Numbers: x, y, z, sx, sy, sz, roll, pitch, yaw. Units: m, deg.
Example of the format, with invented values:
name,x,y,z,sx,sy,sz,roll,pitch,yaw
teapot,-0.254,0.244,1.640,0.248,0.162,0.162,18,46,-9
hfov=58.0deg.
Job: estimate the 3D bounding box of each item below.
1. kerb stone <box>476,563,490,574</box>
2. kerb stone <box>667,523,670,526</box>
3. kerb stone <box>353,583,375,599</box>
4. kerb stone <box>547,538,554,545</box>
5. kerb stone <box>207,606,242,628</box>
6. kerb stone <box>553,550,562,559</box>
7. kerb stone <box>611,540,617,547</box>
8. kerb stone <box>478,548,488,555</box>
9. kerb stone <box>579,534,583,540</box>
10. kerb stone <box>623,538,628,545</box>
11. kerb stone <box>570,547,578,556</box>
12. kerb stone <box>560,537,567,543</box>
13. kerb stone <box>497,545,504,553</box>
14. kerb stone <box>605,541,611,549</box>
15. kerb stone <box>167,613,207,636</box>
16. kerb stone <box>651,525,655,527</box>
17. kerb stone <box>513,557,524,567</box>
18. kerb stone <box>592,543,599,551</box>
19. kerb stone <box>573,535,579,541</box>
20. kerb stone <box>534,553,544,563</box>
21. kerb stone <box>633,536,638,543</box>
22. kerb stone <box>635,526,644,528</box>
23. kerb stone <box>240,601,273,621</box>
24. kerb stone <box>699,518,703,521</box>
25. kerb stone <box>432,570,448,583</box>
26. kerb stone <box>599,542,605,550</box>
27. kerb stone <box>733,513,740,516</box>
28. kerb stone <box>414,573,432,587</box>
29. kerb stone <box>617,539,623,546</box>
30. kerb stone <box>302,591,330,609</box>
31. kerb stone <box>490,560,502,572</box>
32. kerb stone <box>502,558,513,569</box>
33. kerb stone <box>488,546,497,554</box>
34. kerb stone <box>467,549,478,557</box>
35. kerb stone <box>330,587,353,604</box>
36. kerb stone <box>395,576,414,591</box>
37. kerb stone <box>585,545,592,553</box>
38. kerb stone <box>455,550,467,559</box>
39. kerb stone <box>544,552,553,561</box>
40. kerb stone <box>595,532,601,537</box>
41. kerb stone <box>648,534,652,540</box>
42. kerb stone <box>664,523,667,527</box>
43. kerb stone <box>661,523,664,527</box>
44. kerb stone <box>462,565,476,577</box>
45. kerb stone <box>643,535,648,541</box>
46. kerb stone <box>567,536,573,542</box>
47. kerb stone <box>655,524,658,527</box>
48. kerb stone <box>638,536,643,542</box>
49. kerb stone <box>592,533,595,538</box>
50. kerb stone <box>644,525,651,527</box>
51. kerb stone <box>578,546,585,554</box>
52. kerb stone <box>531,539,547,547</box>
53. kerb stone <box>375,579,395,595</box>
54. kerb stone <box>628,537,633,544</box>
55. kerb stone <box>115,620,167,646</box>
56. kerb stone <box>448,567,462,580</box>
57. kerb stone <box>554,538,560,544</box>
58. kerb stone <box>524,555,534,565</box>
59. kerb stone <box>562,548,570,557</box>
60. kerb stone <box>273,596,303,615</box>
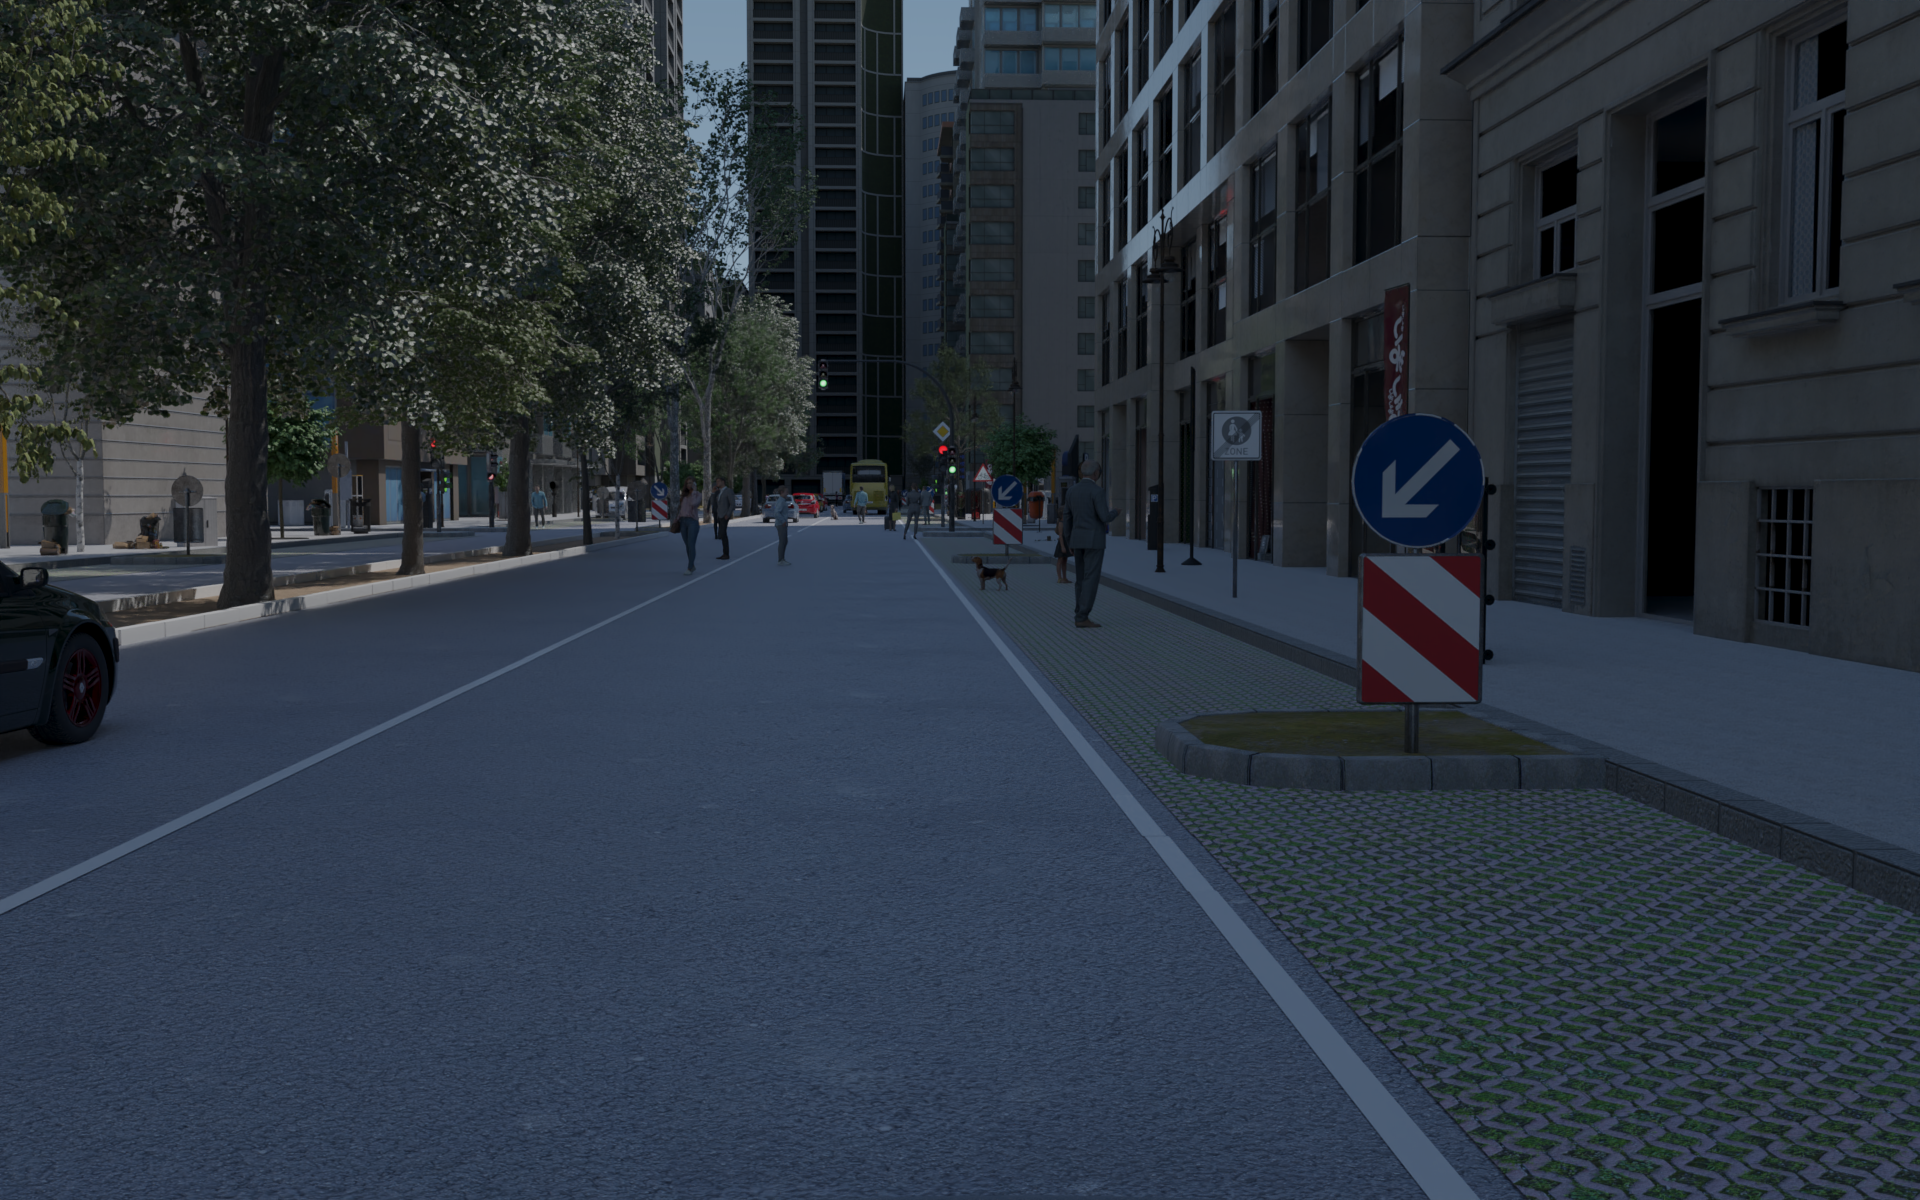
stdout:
name,x,y,z,sx,sy,sz,roll,pitch,yaw
kerb stone,-8.703,-0.553,31.231,0.120,0.150,1.000,0,4,-3
kerb stone,-12.915,-3.273,75.706,0.120,0.150,1.000,0,4,-3
kerb stone,-8.366,-0.113,24.038,0.120,0.150,1.000,0,4,-3
kerb stone,-11.625,-1.613,48.573,0.120,0.150,1.000,0,4,-3
kerb stone,-8.114,0.204,18.917,0.120,0.150,1.000,0,4,-3
kerb stone,-9.039,-0.986,38.394,0.120,0.150,1.000,0,4,-3
kerb stone,-9.431,-1.488,46.582,0.120,0.150,1.000,0,4,-3
kerb stone,-11.232,-1.102,40.358,0.120,0.150,1.000,0,4,-3
kerb stone,-11.864,-1.927,53.701,0.120,0.150,1.000,0,4,-3
kerb stone,-9.531,-1.612,48.627,0.120,0.150,1.000,0,4,-3
kerb stone,-9.138,-1.115,40.444,0.120,0.150,1.000,0,4,-3
kerb stone,-11.728,-1.736,50.629,0.120,0.150,1.000,0,4,-3
kerb stone,-11.331,-1.236,42.401,0.120,0.150,1.000,0,4,-3
kerb stone,-9.383,-1.428,45.551,0.120,0.150,1.000,0,4,-3
kerb stone,-8.064,0.266,17.896,0.120,0.150,1.000,0,4,-3
kerb stone,-12.669,-2.959,70.575,0.120,0.150,1.000,0,4,-3
kerb stone,-8.851,-0.740,34.300,0.120,0.150,1.000,0,4,-3
kerb stone,-9.280,-1.303,43.509,0.120,0.150,1.000,0,4,-3
kerb stone,-11.817,-1.864,52.671,0.120,0.150,1.000,0,4,-3
kerb stone,-8.948,-0.862,36.347,0.120,0.150,1.000,0,4,-3
kerb stone,-9.619,-1.743,50.689,0.120,0.150,1.000,0,4,-3
kerb stone,-12.525,-2.771,67.499,0.120,0.150,1.000,0,4,-3
kerb stone,-8.172,0.138,19.944,0.120,0.150,1.000,0,4,-3
kerb stone,-13.690,-4.274,92.072,0.120,0.150,1.000,0,4,-3
kerb stone,-8.551,-0.364,28.156,0.120,0.150,1.000,0,4,-3
kerb stone,-9.336,-1.365,44.530,0.120,0.150,1.000,0,4,-3
kerb stone,-14.716,-5.590,113.589,0.120,0.150,1.000,0,4,-3
kerb stone,-8.503,-0.301,27.122,0.120,0.150,1.000,0,4,-3
kerb stone,-9.479,-1.554,47.602,0.120,0.150,1.000,0,4,-3
kerb stone,-8.259,0.012,21.993,0.120,0.150,1.000,0,4,-3
kerb stone,-8.750,-0.614,32.252,0.120,0.150,1.000,0,4,-3
kerb stone,-8.799,-0.678,33.280,0.120,0.150,1.000,0,4,-3
kerb stone,-11.286,-1.171,41.379,0.120,0.150,1.000,0,4,-3
kerb stone,-11.188,-1.048,39.330,0.120,0.150,1.000,0,4,-3
kerb stone,-8.311,-0.050,23.015,0.120,0.150,1.000,0,4,-3
kerb stone,-8.460,-0.239,26.101,0.120,0.150,1.000,0,4,-3
kerb stone,-9.232,-1.241,42.488,0.120,0.150,1.000,0,4,-3
kerb stone,-11.134,-0.985,38.308,0.120,0.150,1.000,0,4,-3
kerb stone,-8.999,-0.925,37.372,0.120,0.150,1.000,0,4,-3
kerb stone,-12.071,-2.177,57.783,0.120,0.150,1.000,0,4,-3
kerb stone,-9.765,-1.931,53.764,0.120,0.150,1.000,0,4,-3
kerb stone,-12.869,-3.205,74.681,0.120,0.150,1.000,0,4,-3
kerb stone,-12.819,-3.147,73.642,0.120,0.150,1.000,0,4,-3
kerb stone,-8.660,-0.489,30.199,0.120,0.150,1.000,0,4,-3
kerb stone,-9.719,-1.868,52.737,0.120,0.150,1.000,0,4,-3
kerb stone,-11.780,-1.801,51.649,0.120,0.150,1.000,0,4,-3
kerb stone,-12.713,-3.021,71.596,0.120,0.150,1.000,0,4,-3
kerb stone,-9.669,-1.804,51.709,0.120,0.150,1.000,0,4,-3
kerb stone,-11.968,-2.049,55.742,0.120,0.150,1.000,0,4,-3
kerb stone,-12.618,-2.897,69.554,0.120,0.150,1.000,0,4,-3
kerb stone,-9.184,-1.179,41.465,0.120,0.150,1.000,0,4,-3
kerb stone,-11.576,-1.548,47.540,0.120,0.150,1.000,0,4,-3
kerb stone,-8.415,-0.176,25.071,0.120,0.150,1.000,0,4,-3
kerb stone,-9.572,-1.679,49.660,0.120,0.150,1.000,0,4,-3
kerb stone,-8.015,0.326,16.870,0.120,0.150,1.000,0,4,-3
kerb stone,-8.609,-0.424,29.178,0.120,0.150,1.000,0,4,-3
kerb stone,-11.672,-1.676,49.601,0.120,0.150,1.000,0,4,-3
kerb stone,-8.898,-0.797,35.327,0.120,0.150,1.000,0,4,-3
kerb stone,-9.092,-1.051,39.424,0.120,0.150,1.000,0,4,-3
kerb stone,-8.215,0.075,20.965,0.120,0.150,1.000,0,4,-3
